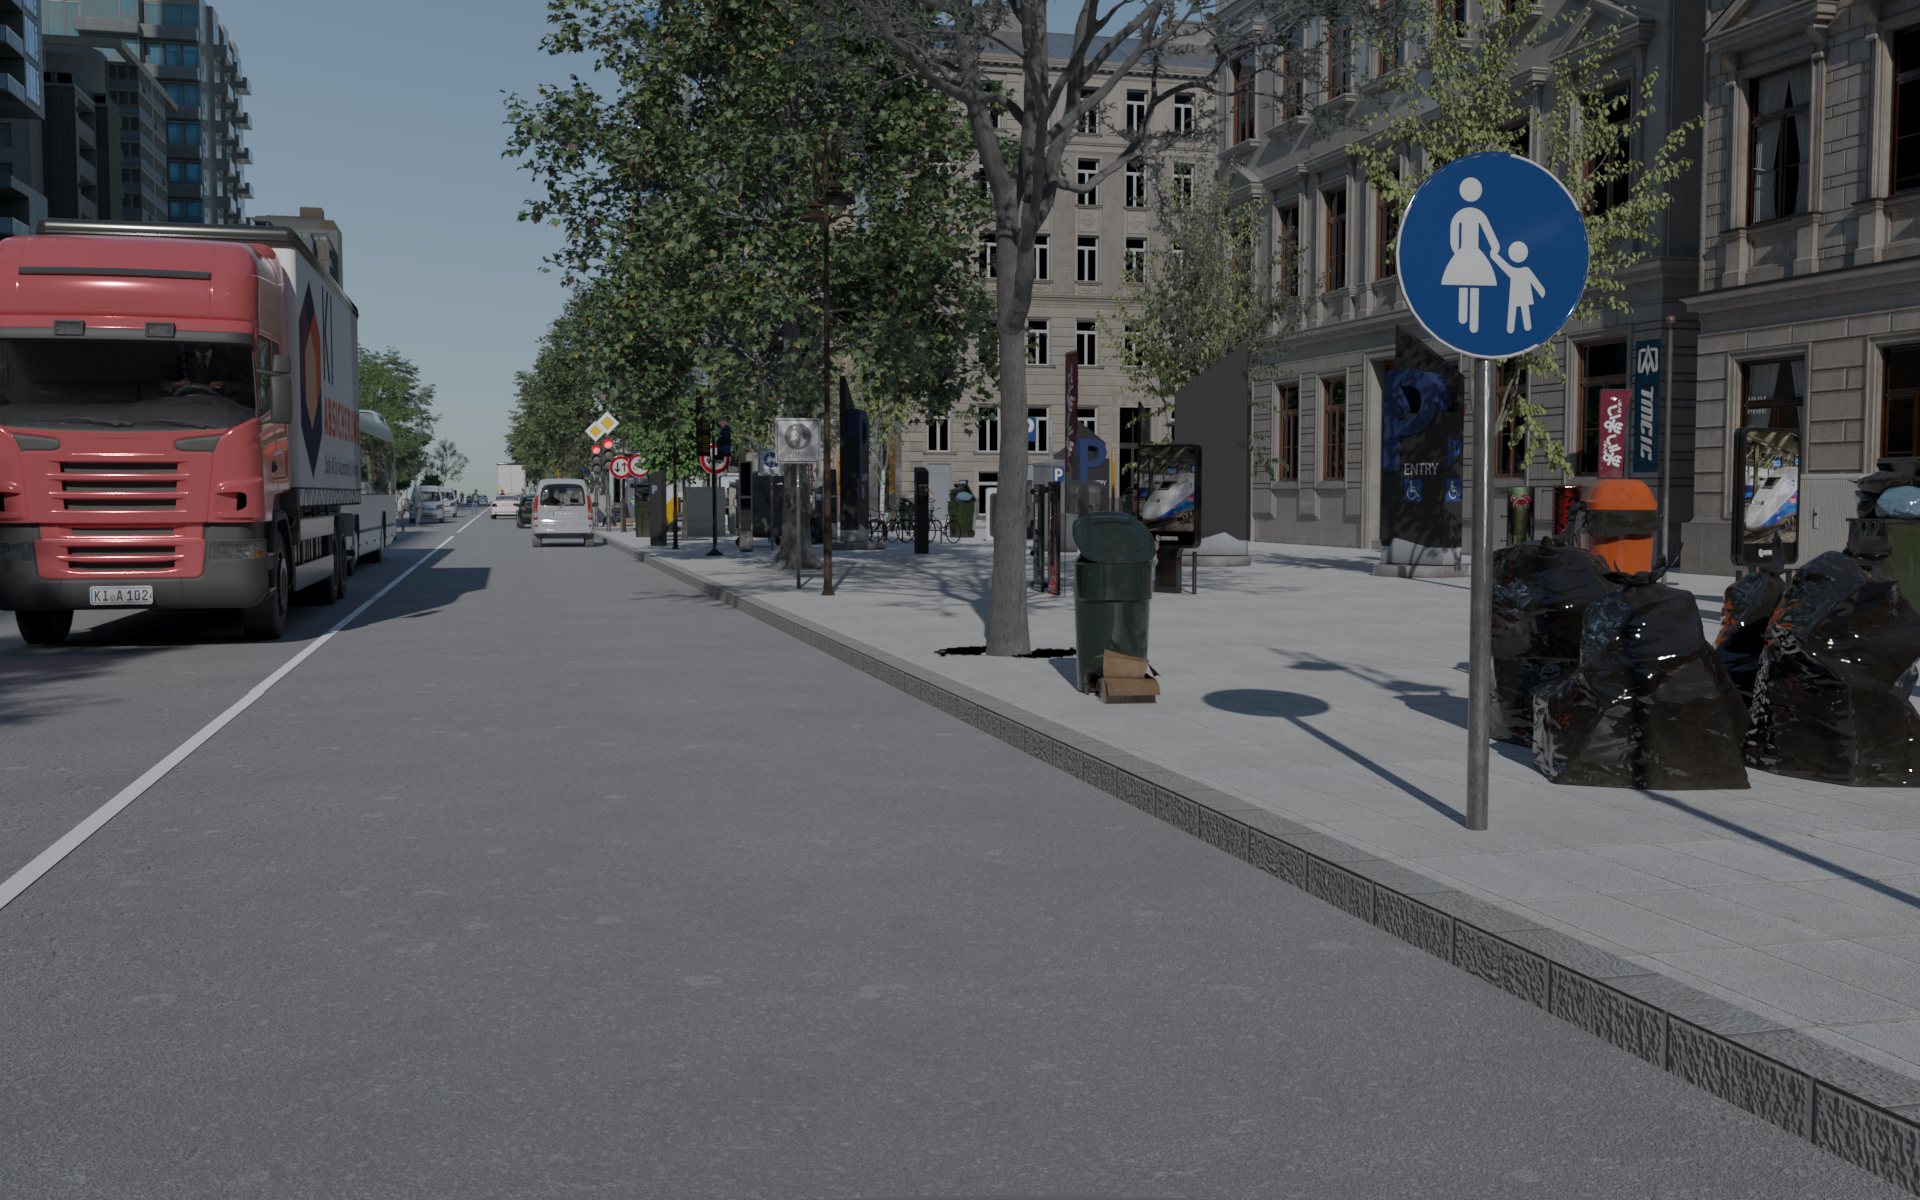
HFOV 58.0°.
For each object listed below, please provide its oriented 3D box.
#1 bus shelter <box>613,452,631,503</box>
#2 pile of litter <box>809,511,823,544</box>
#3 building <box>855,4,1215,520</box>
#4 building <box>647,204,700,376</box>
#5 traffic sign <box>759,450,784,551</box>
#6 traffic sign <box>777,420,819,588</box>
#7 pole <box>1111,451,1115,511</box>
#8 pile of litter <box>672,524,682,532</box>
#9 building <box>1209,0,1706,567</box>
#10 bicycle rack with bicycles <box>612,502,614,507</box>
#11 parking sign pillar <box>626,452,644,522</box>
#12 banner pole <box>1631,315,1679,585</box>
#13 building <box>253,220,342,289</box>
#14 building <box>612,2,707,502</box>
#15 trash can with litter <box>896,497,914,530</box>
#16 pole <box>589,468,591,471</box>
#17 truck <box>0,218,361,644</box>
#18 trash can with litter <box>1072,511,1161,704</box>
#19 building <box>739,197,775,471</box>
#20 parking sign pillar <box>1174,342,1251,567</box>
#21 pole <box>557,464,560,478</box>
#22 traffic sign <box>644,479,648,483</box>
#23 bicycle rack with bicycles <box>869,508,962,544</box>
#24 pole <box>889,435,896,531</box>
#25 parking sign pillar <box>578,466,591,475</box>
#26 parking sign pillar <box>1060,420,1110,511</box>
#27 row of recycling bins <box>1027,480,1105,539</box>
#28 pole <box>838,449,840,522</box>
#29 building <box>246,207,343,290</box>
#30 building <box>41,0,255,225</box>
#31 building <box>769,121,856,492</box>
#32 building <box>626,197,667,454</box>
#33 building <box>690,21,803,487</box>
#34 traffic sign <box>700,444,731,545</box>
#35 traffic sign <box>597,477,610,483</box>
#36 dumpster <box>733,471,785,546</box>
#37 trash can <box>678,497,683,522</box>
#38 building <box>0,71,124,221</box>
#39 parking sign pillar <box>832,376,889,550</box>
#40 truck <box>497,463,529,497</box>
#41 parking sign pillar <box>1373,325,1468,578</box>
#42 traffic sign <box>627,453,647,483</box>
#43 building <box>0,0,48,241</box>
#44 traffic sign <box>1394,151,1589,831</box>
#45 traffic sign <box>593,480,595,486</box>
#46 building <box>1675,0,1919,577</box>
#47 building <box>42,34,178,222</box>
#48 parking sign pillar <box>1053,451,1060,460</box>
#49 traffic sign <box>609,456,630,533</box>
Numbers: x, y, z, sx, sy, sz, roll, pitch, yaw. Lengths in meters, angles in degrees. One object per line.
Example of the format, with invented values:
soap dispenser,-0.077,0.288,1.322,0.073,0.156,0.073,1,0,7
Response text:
bus shelter,-19.262,-6.636,99.785,1.731,3.624,6.357,-1,4,-15
pile of litter,-4.041,-1.866,44.476,1.176,0.858,1.719,2,4,25
building,7.415,-18.037,92.173,25.104,27.353,12.463,-1,4,-15
building,-39.405,-34.487,247.457,14.154,41.232,14.086,-1,4,-15
traffic sign,-4.264,-2.271,39.267,0.606,2.300,0.079,0,4,-5
traffic sign,-2.193,-1.304,23.456,0.606,2.300,0.079,-1,4,-10
pole,7.221,-5.375,81.718,0.158,3.312,0.155,0,3,0
pile of litter,-9.863,-2.748,58.888,1.176,0.858,1.719,-1,4,-20
building,14.475,-12.478,40.168,11.583,22.565,21.152,-1,4,-15
bicycle rack with bicycles,-22.507,-5.841,108.887,2.852,0.926,2.925,-1,4,-9
parking sign pillar,-14.682,-5.555,79.302,1.447,3.967,1.447,-1,4,-12
banner pole,9.860,-2.114,24.585,0.401,3.779,0.863,-2,4,-24
building,-100.315,-35.206,259.213,14.154,41.232,14.086,-1,4,-15
building,-45.083,-59.373,283.418,22.319,86.520,31.000,-1,4,-15
trash can with litter,-1.717,-3.072,61.609,1.055,1.170,0.624,-2,4,-34
pole,-27.641,-8.298,129.511,0.158,3.312,0.155,0,3,0
truck,-8.713,-1.909,20.121,2.839,4.237,11.283,-1,4,-15
trash can with litter,1.065,0.025,10.973,0.624,1.170,1.055,0,4,-8
building,-9.002,-21.164,133.416,14.401,28.519,23.554,-1,4,-15
parking sign pillar,4.513,-2.605,31.066,1.447,3.967,1.447,1,4,16
pole,-26.460,-7.365,114.253,0.158,3.312,0.155,0,3,0
traffic sign,-19.753,-6.661,109.008,0.768,2.556,0.104,0,4,-7
bicycle rack with bicycles,-1.702,-1.933,44.986,2.852,0.926,2.925,-2,4,-35
pole,-2.334,-4.033,59.790,0.158,3.312,0.155,0,3,0
parking sign pillar,-27.205,-8.386,125.579,1.447,3.967,1.447,1,4,14
parking sign pillar,4.594,-4.423,60.796,1.447,3.967,1.447,-2,4,-27
row of recycling bins,3.020,-2.678,50.894,1.069,1.692,3.534,3,5,44
pole,-5.424,-5.167,78.323,0.158,3.312,0.155,0,3,0
building,-104.739,-38.068,272.524,14.600,45.320,14.200,-1,4,-15
building,-80.883,-33.476,166.935,23.786,49.044,30.456,-1,4,-15
building,-4.319,-19.951,112.105,13.634,28.700,20.117,-1,4,-15
building,-42.724,-37.367,261.057,14.600,45.320,14.200,-1,4,-15
building,-14.990,-44.410,164.363,20.563,71.187,20.611,-1,4,-15
traffic sign,-6.179,-2.672,43.789,0.768,2.556,0.104,-1,4,-9
traffic sign,-21.245,-6.303,103.165,0.768,2.556,0.104,-1,4,-14
dumpster,-4.799,-2.229,42.206,1.264,1.857,1.865,-1,4,-15
trash can,-12.994,-4.213,80.531,0.748,1.137,0.748,0,3,0
building,-65.719,-21.168,117.792,14.160,30.474,14.107,-1,4,-15
parking sign pillar,-2.443,-3.162,40.168,1.447,3.967,1.447,1,4,9
truck,-41.280,-10.446,159.697,2.839,4.237,11.283,-1,4,-13
parking sign pillar,7.218,-2.359,27.042,1.447,3.967,1.447,-2,4,-33
traffic sign,-9.965,-3.293,53.952,0.768,2.556,0.104,0,4,-6
building,-57.714,-47.102,82.788,22.319,86.520,31.000,-1,4,-15
traffic sign,1.981,-0.395,6.559,0.768,2.556,0.104,-1,4,-9
traffic sign,-29.827,-8.552,139.936,0.768,2.556,0.104,-1,4,-8
building,18.484,-9.492,19.820,10.561,19.102,19.286,-1,4,-15
building,-78.195,-27.397,139.818,32.217,40.220,23.993,-1,4,-15
parking sign pillar,4.986,-5.646,80.783,1.447,3.967,1.447,0,4,-3
traffic sign,-11.265,-3.516,57.593,0.768,2.556,0.104,-1,4,-14
